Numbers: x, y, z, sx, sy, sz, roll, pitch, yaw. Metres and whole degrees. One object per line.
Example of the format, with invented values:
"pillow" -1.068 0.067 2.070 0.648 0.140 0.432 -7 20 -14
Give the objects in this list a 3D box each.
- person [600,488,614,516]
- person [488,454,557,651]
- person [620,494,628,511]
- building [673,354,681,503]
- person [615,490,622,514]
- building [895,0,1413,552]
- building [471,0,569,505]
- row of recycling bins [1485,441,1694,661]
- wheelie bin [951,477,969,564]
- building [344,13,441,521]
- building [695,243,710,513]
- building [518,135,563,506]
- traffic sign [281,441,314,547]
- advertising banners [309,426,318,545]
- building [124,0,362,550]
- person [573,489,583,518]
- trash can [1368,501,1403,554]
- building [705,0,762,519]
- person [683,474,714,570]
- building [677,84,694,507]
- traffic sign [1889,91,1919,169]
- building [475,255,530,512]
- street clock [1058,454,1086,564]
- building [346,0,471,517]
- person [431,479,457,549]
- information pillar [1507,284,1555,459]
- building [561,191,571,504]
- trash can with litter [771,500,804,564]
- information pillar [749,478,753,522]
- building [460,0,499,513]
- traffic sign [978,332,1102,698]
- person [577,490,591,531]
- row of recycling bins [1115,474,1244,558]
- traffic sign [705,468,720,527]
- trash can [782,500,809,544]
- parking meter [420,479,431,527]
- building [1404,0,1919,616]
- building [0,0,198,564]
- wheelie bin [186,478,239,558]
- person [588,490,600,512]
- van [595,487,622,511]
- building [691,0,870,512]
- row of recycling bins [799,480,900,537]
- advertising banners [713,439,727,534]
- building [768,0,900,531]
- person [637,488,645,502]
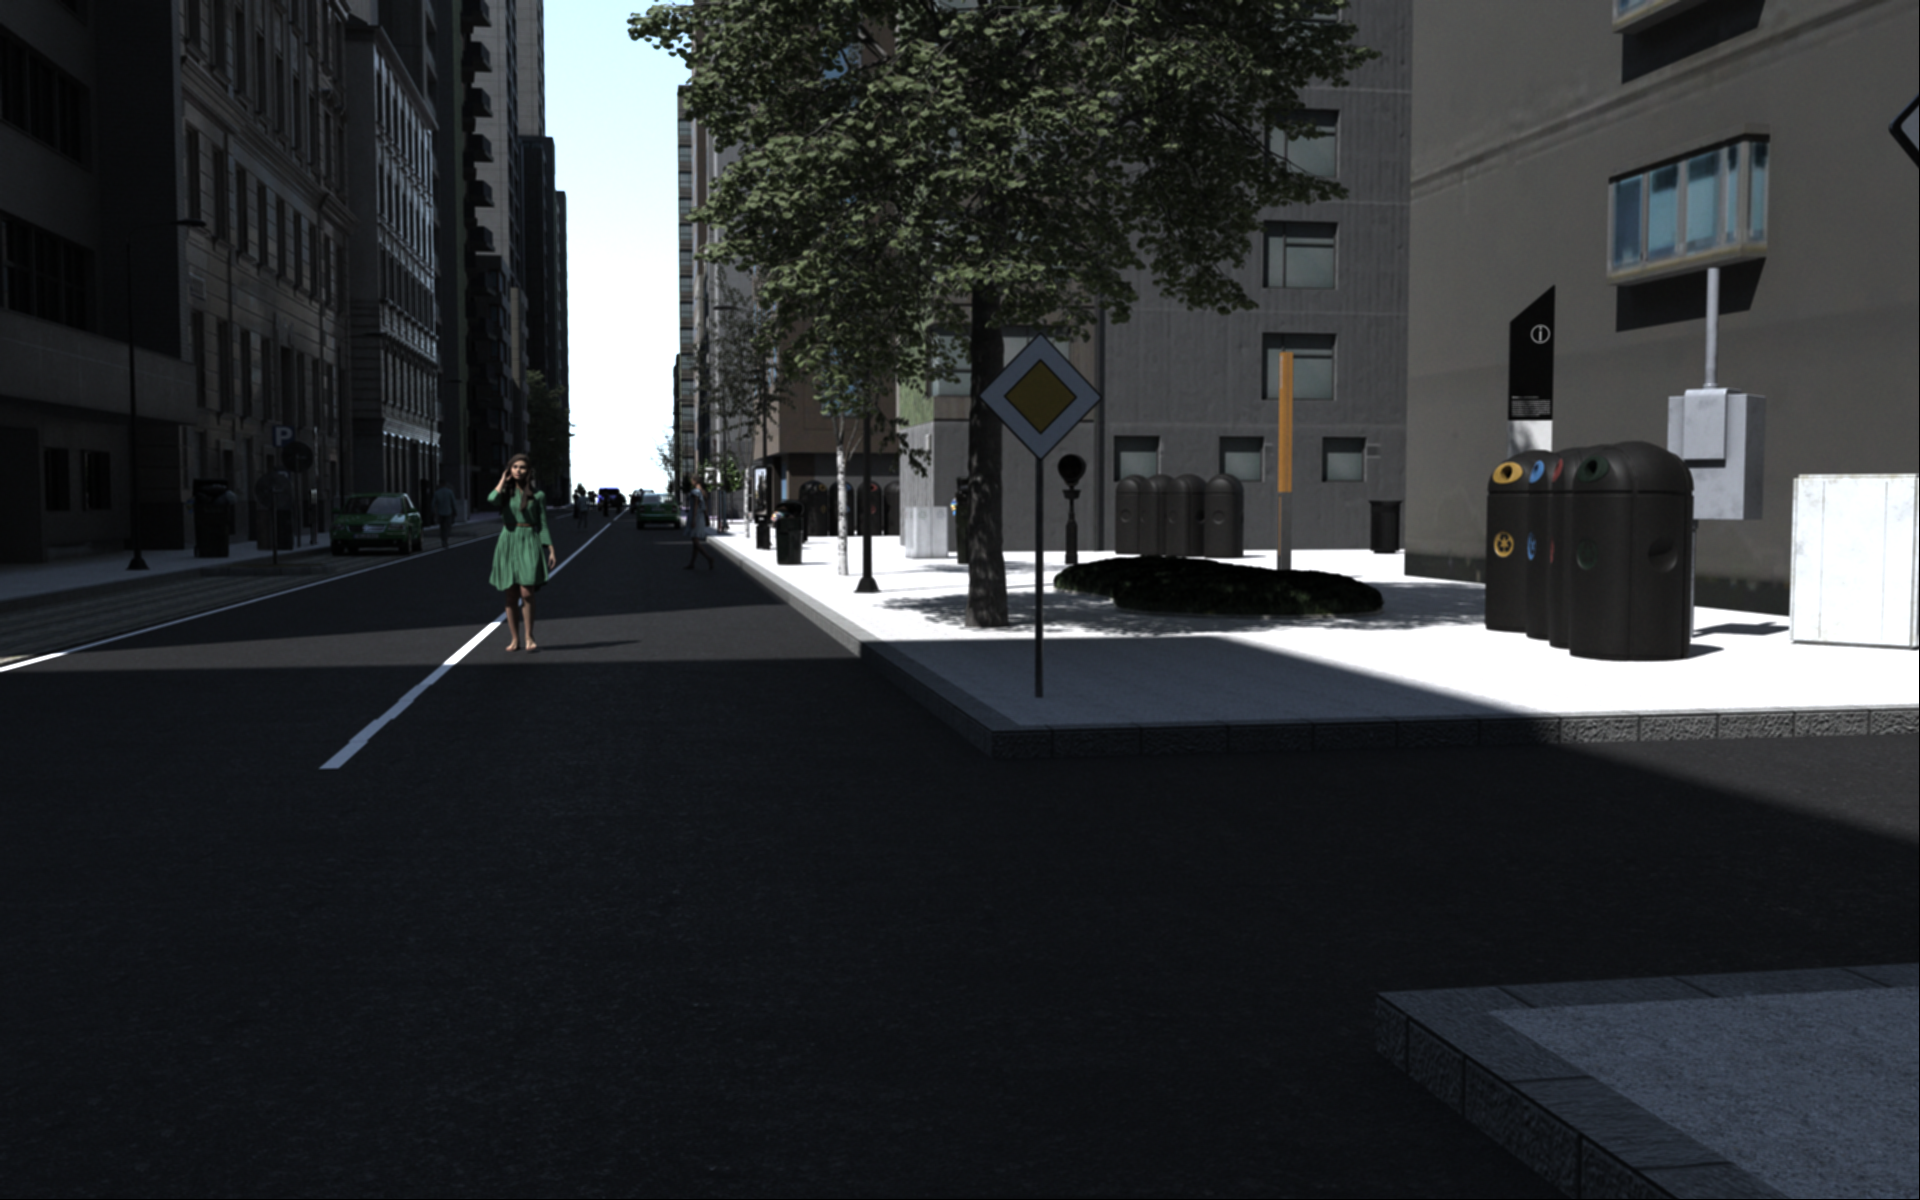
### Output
"person" -22.771 -6.298 111.476 1.348 1.823 0.705 3 5 41
"person" -3.995 -0.430 15.780 0.600 1.795 0.529 -1 4 -18
"person" -28.142 -8.088 143.996 1.065 1.426 0.557 0 4 -3
"building" -23.792 -23.528 229.727 27.650 21.520 28.899 -1 4 -10
"person" -25.024 -7.198 126.736 0.434 1.755 0.990 -3 4 -39
"building" 5.100 -22.100 44.937 14.154 41.232 14.086 -1 4 -10
"building" -57.844 -47.017 206.986 20.563 71.187 20.611 -1 4 -10
"row of recycling bins" 5.386 -0.480 14.959 1.069 1.692 3.534 0 4 3
"wheelie bin" 0.286 -1.468 31.902 0.980 1.594 0.693 1 4 10
"building" -27.770 -13.652 72.358 9.793 20.994 18.267 -1 4 -10
"building" -5.940 -17.646 133.555 27.650 21.520 28.899 -1 4 -10
"building" -51.975 -31.056 191.367 14.154 41.232 14.086 -1 4 -10
"traffic sign" -15.951 -2.545 41.717 0.768 2.556 0.104 0 4 -2
"advertising banners" -16.522 -2.943 44.308 0.090 3.025 2.074 -1 4 -15
"building" -25.547 -15.450 49.873 12.463 27.353 25.104 -1 4 -10
"person" -22.544 -5.694 102.405 0.742 1.727 0.445 0 4 3
"trash can" 9.186 -1.576 37.426 0.748 1.137 0.748 0 3 0
"building" -4.402 -34.251 102.007 21.231 58.520 28.212 -1 4 -10
"person" -4.918 -1.478 32.762 0.778 1.811 0.616 2 4 31
"building" -21.766 -30.216 177.632 14.154 41.232 14.086 -1 4 -10
"traffic sign" 1.929 0.038 3.016 0.795 2.450 0.064 -1 4 -10
"building" -49.349 -17.882 137.404 27.650 21.520 28.899 -1 4 -10
"street clock" 2.036 -1.652 31.575 0.471 2.002 0.358 1 4 20
"building" -33.098 -24.724 87.835 14.154 41.232 14.086 -1 4 -10
"person" -13.658 -2.286 45.732 0.638 1.841 0.748 0 4 4
"information pillar" 6.416 -1.719 19.468 0.504 3.616 0.183 1 4 9
"building" -58.465 -33.161 225.777 14.154 41.232 14.086 -1 4 -10
"trash can with litter" -3.199 -1.242 31.687 0.624 1.170 1.055 -1 4 -12
"information pillar" -9.655 -4.569 79.194 0.304 2.012 0.304 -1 4 -14
"building" -41.176 -27.748 108.306 22.147 44.769 28.867 -1 4 -10
"traffic sign" 0.496 -0.442 10.872 0.795 2.450 0.064 -1 4 -10
"person" -14.677 -3.504 67.593 0.589 1.601 0.330 1 4 8
"row of recycling bins" 4.497 -1.761 35.904 1.069 1.692 3.534 -2 4 -35
"traffic sign" -9.607 -3.993 67.412 0.606 2.300 0.079 0 4 -2
"trash can" -4.258 -2.036 44.943 0.748 1.137 0.748 0 3 0
"parking meter" -20.710 -3.754 67.091 0.255 1.863 0.399 0 4 7
"building" 18.119 -24.449 23.449 21.600 48.544 21.300 -1 4 -10
"building" -21.185 -12.425 22.212 14.314 24.678 30.058 -1 4 -10
"wheelie bin" -15.130 -1.663 35.095 0.980 1.594 0.693 -2 4 -30
"person" -29.170 -7.863 137.768 1.217 1.736 0.721 -1 4 -17
"van" -30.133 -8.836 148.847 2.240 2.365 5.245 -1 4 -9
"building" -16.396 -30.745 152.791 14.600 45.320 14.200 -1 4 -10
"row of recycling bins" -3.219 -2.811 53.074 3.534 1.692 1.069 -1 4 -22
"advertising banners" -7.821 -3.680 56.357 0.090 3.025 2.074 0 4 3
"building" -0.667 -25.451 66.229 14.600 45.320 14.200 -1 4 -10
"person" -21.647 -6.660 117.261 0.599 1.838 0.709 1 4 12
